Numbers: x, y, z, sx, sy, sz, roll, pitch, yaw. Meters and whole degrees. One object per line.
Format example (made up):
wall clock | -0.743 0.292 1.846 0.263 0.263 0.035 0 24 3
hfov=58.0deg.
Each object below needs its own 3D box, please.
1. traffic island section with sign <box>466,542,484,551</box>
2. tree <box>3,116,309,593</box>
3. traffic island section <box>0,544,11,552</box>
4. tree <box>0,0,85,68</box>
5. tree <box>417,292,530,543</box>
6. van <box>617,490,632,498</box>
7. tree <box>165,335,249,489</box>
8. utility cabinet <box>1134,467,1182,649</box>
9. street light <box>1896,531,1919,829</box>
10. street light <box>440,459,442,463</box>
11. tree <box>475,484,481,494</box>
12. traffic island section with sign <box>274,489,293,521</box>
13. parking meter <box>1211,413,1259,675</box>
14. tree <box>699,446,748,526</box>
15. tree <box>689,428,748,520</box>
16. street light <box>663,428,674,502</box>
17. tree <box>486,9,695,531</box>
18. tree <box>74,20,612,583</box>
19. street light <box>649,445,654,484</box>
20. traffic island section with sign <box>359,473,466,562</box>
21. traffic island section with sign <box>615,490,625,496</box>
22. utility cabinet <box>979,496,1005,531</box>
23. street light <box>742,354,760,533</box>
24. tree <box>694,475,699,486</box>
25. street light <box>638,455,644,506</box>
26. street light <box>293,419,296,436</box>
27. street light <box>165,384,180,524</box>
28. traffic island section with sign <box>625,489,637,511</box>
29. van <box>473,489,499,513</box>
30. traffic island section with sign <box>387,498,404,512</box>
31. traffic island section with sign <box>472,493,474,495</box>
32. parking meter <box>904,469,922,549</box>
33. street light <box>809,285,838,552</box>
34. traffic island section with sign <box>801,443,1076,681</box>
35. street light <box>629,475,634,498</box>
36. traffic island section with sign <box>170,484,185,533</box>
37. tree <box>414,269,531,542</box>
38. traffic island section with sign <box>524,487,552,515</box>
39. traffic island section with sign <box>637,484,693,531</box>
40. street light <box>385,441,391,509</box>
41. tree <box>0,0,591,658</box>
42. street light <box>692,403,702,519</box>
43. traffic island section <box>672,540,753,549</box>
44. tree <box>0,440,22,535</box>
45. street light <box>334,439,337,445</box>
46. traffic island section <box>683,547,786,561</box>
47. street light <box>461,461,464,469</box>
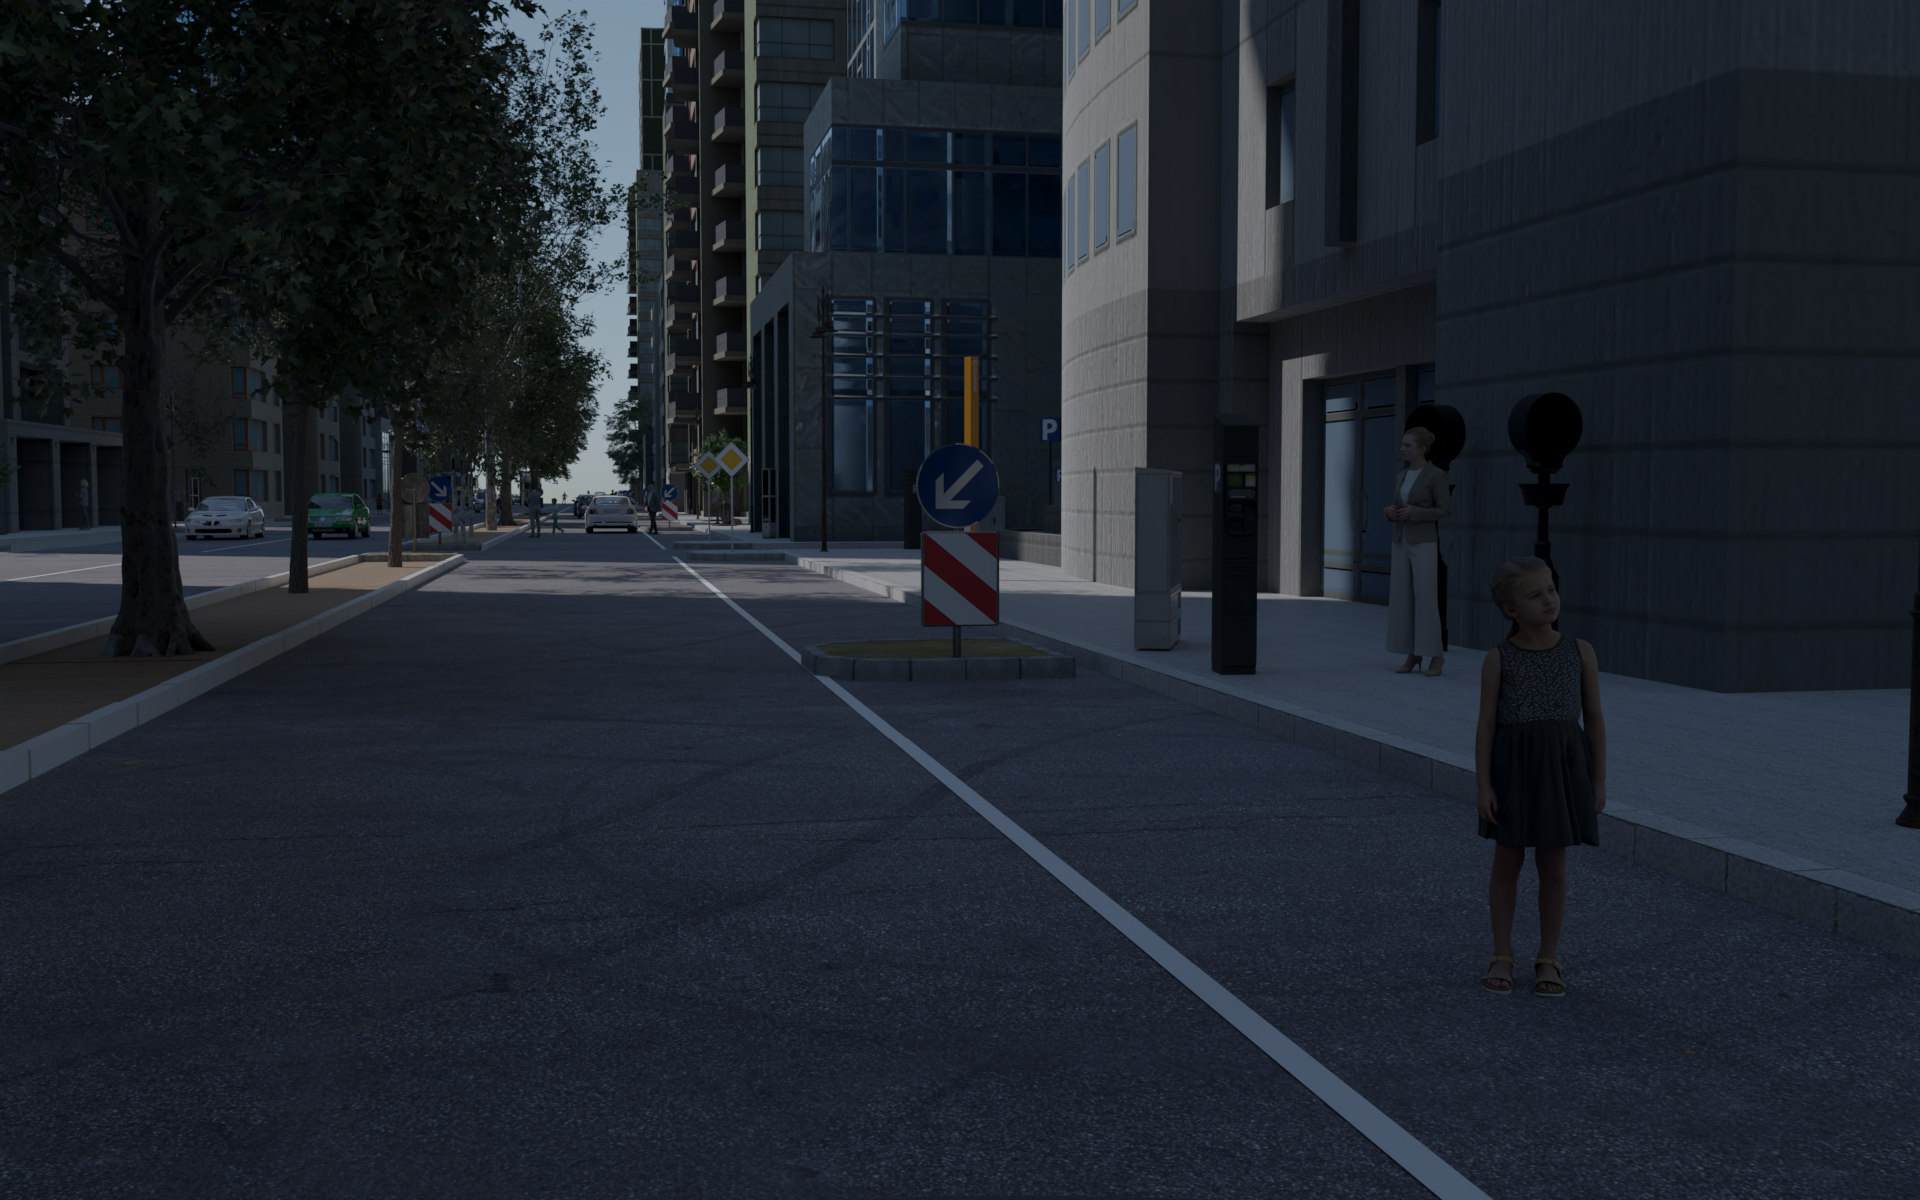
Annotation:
traffic island section with sign | -13.332 -2.228 44.568 2.006 1.907 1.989 -1 4 -12
tree | -9.471 -5.345 24.261 8.767 10.594 7.601 -1 4 -12
traffic island section | -24.706 -1.239 42.543 2.009 0.180 2.903 -1 4 -12
tree | -5.370 -5.862 4.955 9.857 13.997 8.962 0 3 0
tree | -13.572 -5.722 46.370 4.360 8.622 3.978 0 3 0
van | -35.965 -10.908 185.354 2.013 2.044 4.112 -1 4 -12
tree | -35.820 -8.000 81.163 4.360 8.622 3.978 0 3 0
utility cabinet | 1.693 -0.365 14.641 0.318 1.500 1.173 1 4 11
street light | 3.721 -2.063 6.521 0.468 5.910 1.993 -1 4 -12
street light | -59.628 -13.836 199.007 0.468 5.910 1.993 -1 4 -12
tree | -74.881 -16.710 267.801 1.663 3.219 1.824 0 3 0
traffic island section with sign | -34.939 -5.053 91.242 1.989 1.847 2.006 -1 4 -12
parking meter | 1.963 -0.407 12.370 0.255 1.863 0.399 0 4 -5
tree | -9.362 -4.592 69.673 1.663 3.219 1.824 0 3 0
tree | -11.527 -6.189 84.911 4.285 4.588 4.351 0 3 0
street light | -19.962 -8.960 119.285 0.468 5.910 1.993 -1 4 -12
tree | -16.926 -12.726 66.421 12.611 20.169 13.585 0 3 0
tree | -10.956 -5.884 33.069 8.767 10.594 7.601 -1 4 -12
street light | -29.021 -11.640 163.102 0.468 5.910 1.993 -1 4 -12
traffic island section with sign | -11.822 -1.785 37.316 2.006 1.907 1.989 -1 4 -12
traffic island section with sign | -27.450 -8.274 143.899 1.989 1.847 2.006 -1 4 -12
utility cabinet | 0.712 -2.195 47.053 1.020 1.237 0.306 -1 4 -19
street light | -6.879 -5.158 57.115 0.468 5.910 1.993 -1 4 -12
tree | -11.604 -5.282 80.958 1.663 3.219 1.824 0 3 0
street light | -39.447 -14.679 212.792 0.468 5.910 1.993 -1 4 -12
street light | -39.763 -8.037 104.195 0.468 5.910 1.993 -1 4 -12
street light | -33.303 -6.143 73.233 0.468 5.910 1.993 -1 4 -12
traffic island section with sign | -17.064 -5.240 94.305 1.989 1.847 2.006 -1 4 -12
van | -36.248 -7.686 132.675 2.013 2.044 4.112 -1 4 -12
traffic island section with sign | -45.020 -7.994 139.336 1.989 1.847 2.006 -1 4 -12
traffic island section with sign | -62.055 -12.968 220.655 1.989 1.847 2.006 -1 4 -12
parking meter | -1.084 -2.111 40.234 0.399 1.863 0.255 -2 4 -33
street light | -3.025 -4.014 38.423 0.468 5.910 1.993 -1 4 -12
traffic island section with sign | -0.271 -0.343 14.244 1.989 1.847 2.006 -1 4 -12
street light | -52.674 -18.555 276.159 0.468 5.910 1.993 -1 4 -12
traffic island section with sign | -29.347 -3.425 64.622 1.989 1.847 2.006 -1 4 -12
tree | -14.692 -5.997 50.877 4.737 8.622 4.395 0 3 0
traffic island section with sign | -28.757 -6.726 118.112 2.006 1.907 1.989 -1 4 -12
traffic island section with sign | -11.530 -3.627 67.921 1.989 1.847 2.006 -1 4 -12
street light | -48.897 -10.726 148.150 0.468 5.910 1.993 -1 4 -12
tree | -7.218 -5.846 15.046 9.611 12.733 9.660 0 3 0
street light | -13.359 -7.051 88.074 0.468 5.910 1.993 -1 4 -12
traffic island section | -6.654 -1.470 46.308 2.009 0.180 2.903 -1 4 -12
tree | -30.623 -3.657 54.394 1.663 3.219 1.824 0 3 0
street light | -42.361 -8.833 117.204 0.468 5.910 1.993 -1 4 -12
traffic island section | -5.016 -0.991 38.492 2.009 0.180 2.903 -1 4 -12
street light | -66.117 -15.732 230.012 0.468 5.910 1.993 -1 4 -12
